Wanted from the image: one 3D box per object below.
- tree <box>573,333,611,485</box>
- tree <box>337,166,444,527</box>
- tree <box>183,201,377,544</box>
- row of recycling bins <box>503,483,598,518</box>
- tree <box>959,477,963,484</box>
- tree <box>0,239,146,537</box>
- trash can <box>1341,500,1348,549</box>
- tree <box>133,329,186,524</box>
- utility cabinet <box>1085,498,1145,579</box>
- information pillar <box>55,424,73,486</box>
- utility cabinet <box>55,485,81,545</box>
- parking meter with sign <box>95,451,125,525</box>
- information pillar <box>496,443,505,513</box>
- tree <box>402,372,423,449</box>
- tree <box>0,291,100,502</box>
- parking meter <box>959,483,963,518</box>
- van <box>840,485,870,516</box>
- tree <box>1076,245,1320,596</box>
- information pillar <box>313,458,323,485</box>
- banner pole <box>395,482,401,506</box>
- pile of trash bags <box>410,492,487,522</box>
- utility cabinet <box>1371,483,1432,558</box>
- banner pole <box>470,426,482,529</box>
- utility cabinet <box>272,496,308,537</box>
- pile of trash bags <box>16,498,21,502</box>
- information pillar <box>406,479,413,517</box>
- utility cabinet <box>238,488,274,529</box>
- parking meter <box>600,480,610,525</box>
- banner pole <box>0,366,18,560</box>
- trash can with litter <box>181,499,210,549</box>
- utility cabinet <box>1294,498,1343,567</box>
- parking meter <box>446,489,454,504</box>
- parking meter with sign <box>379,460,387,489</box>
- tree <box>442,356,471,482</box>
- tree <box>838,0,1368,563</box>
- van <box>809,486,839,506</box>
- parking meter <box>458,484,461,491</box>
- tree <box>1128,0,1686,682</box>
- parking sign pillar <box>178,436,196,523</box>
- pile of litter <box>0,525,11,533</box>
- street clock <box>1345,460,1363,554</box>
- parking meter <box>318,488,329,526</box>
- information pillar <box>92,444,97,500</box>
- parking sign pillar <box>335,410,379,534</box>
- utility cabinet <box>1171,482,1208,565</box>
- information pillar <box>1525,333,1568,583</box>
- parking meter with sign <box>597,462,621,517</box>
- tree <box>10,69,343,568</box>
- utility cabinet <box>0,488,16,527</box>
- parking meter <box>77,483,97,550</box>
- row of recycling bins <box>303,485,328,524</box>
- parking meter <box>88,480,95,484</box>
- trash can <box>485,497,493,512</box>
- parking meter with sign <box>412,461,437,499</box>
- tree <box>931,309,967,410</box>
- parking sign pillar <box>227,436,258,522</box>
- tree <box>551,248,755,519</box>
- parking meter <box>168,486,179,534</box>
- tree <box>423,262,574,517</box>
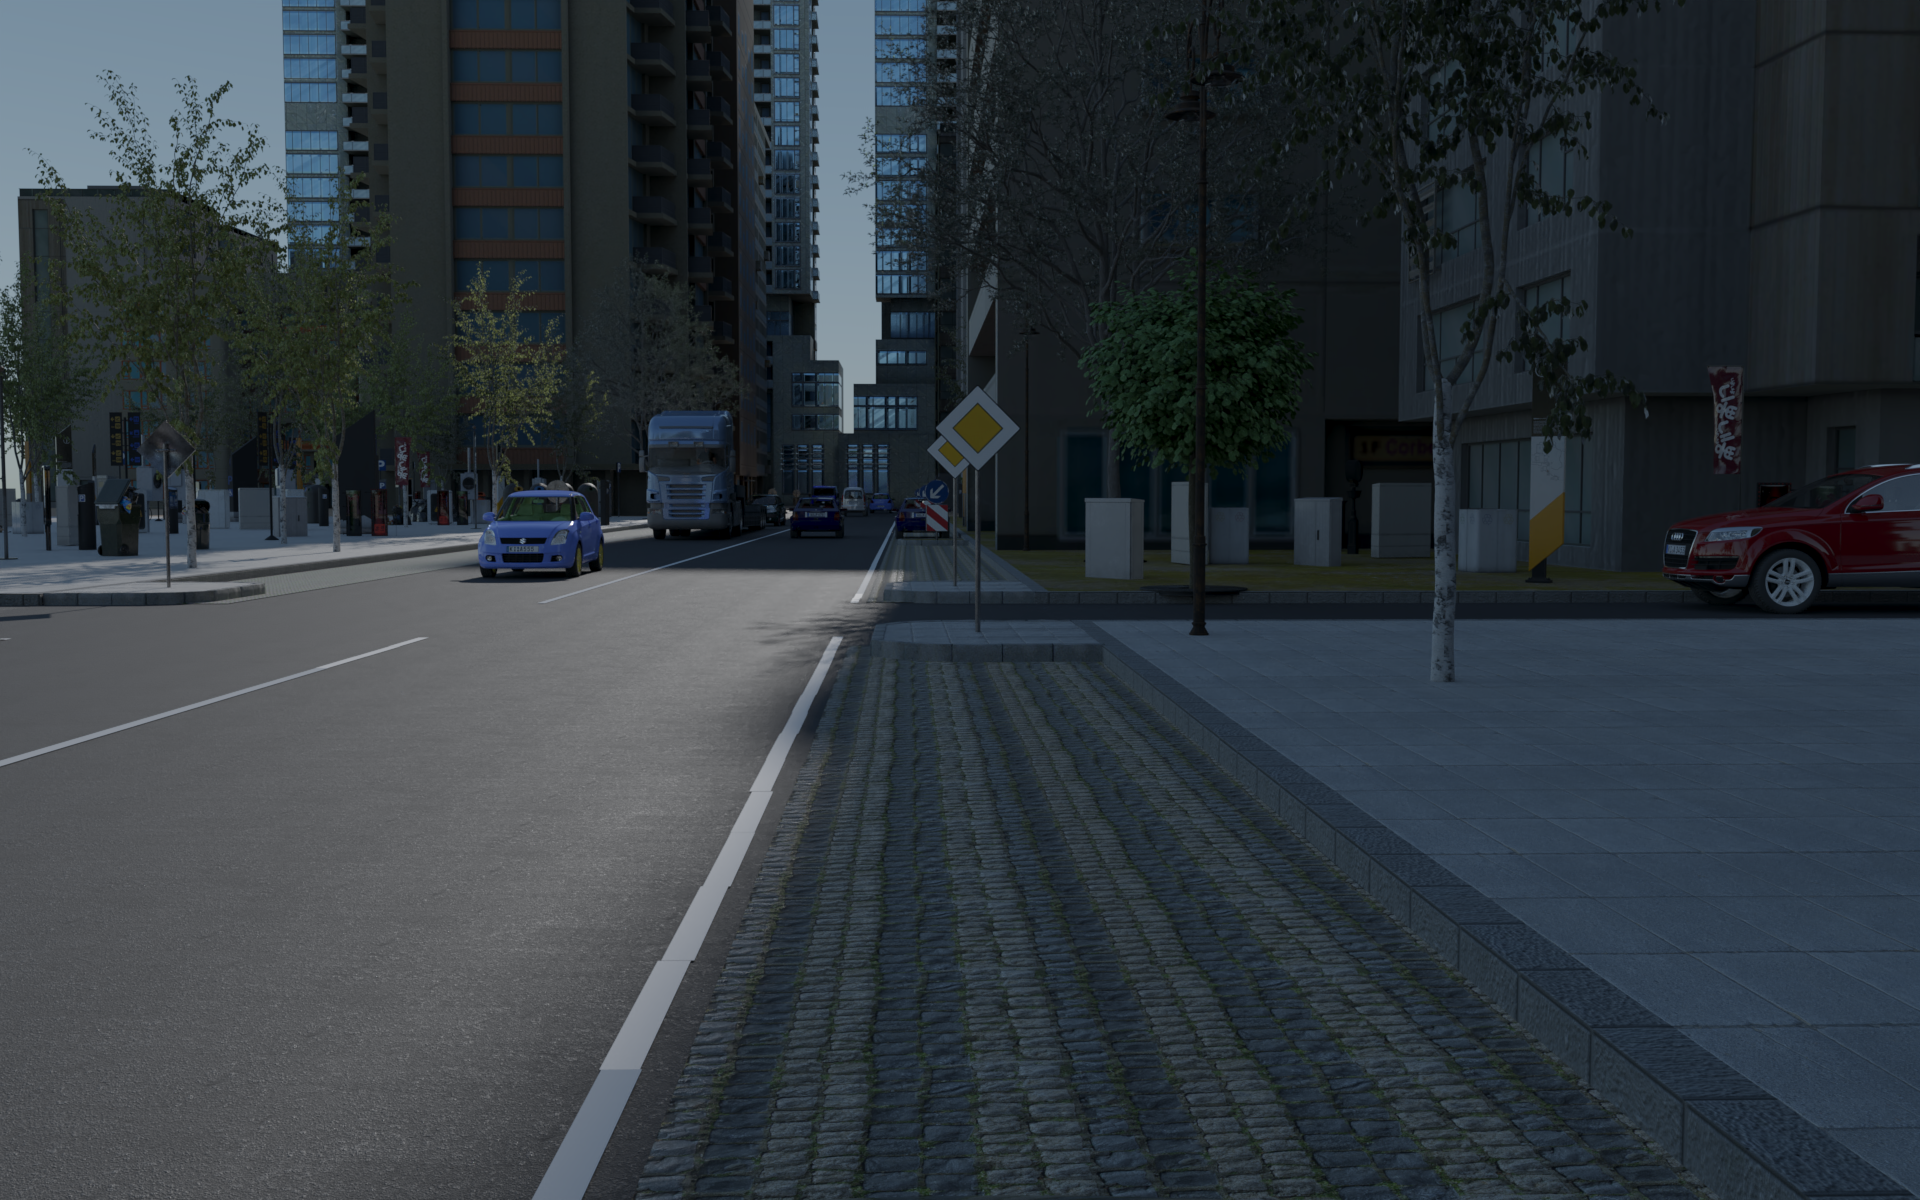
[{"bbox_3d":[-17.068,-7.582,74.334,4.360,8.622,3.978,0,3,0],"label":"tree"},{"bbox_3d":[-14.054,-5.366,38.100,4.737,8.622,4.395,0,3,0],"label":"tree"},{"bbox_3d":[-17.261,-5.765,44.613,4.360,8.622,3.978,0,3,0],"label":"tree"},{"bbox_3d":[-15.501,-3.578,65.613,3.534,1.692,1.069,-1,4,-11],"label":"row of recycling bins"},{"bbox_3d":[0.639,-6.558,101.830,1.663,3.219,1.824,0,3,0],"label":"tree"},{"bbox_3d":[-28.062,-6.218,52.027,4.737,8.622,4.395,0,3,0],"label":"tree"},{"bbox_3d":[8.319,-1.661,38.810,0.748,1.137,0.748,0,3,0],"label":"trash can"},{"bbox_3d":[-33.649,-7.583,74.350,4.360,8.622,3.978,0,3,0],"label":"tree"},{"bbox_3d":[2.362,-0.936,26.463,0.306,1.237,1.020,-3,4,-38],"label":"utility cabinet"},{"bbox_3d":[-29.944,-4.074,57.960,0.504,3.616,0.183,-3,4,-37],"label":"information pillar"},{"bbox_3d":[-22.129,-2.104,43.074,0.318,1.500,1.173,-1,4,-9],"label":"utility cabinet"},{"bbox_3d":[-34.880,-4.561,70.841,1.738,3.016,0.543,2,4,29],"label":"parking meter with sign"},{"bbox_3d":[-20.818,-5.326,78.435,0.183,3.616,0.504,2,4,23],"label":"information pillar"},{"bbox_3d":[-28.778,-8.914,96.105,4.360,8.622,3.978,0,3,0],"label":"tree"},{"bbox_3d":[-33.379,-6.878,62.812,4.360,8.622,3.978,0,3,0],"label":"tree"},{"bbox_3d":[0.133,-5.393,93.887,0.255,1.863,0.399,-3,4,-37],"label":"parking meter"},{"bbox_3d":[-6.837,-6.443,112.359,2.013,2.044,4.112,0,4,-1],"label":"van"},{"bbox_3d":[3.189,-2.407,23.072,4.285,4.588,4.351,0,3,0],"label":"tree"},{"bbox_3d":[-34.136,-6.171,92.244,0.504,3.616,0.183,-1,4,-22],"label":"information pillar"},{"bbox_3d":[-25.147,-5.349,77.474,0.401,3.779,0.863,-2,4,-32],"label":"banner pole"},{"bbox_3d":[-23.777,-4.330,80.543,3.447,1.369,1.912,-2,4,-25],"label":"pile of trash bags"},{"bbox_3d":[8.822,-1.588,34.647,1.173,1.500,0.318,-1,4,-17],"label":"utility cabinet"},{"bbox_3d":[-17.699,-4.481,63.276,0.401,3.779,0.863,-1,4,-20],"label":"banner pole"},{"bbox_3d":[-20.180,-2.510,52.198,0.306,1.237,1.020,2,4,32],"label":"utility cabinet"},{"bbox_3d":[-53.167,-5.260,95.749,3.447,1.369,1.912,-3,4,-36],"label":"pile of trash bags"},{"bbox_3d":[-26.030,-4.722,81.700,0.304,2.012,0.304,2,4,34],"label":"information pillar"},{"bbox_3d":[-25.319,-3.283,62.352,1.173,1.500,0.318,-2,4,-31],"label":"utility cabinet"},{"bbox_3d":[-14.533,-3.986,70.887,0.255,1.863,0.399,1,4,12],"label":"parking meter"},{"bbox_3d":[-18.941,-2.683,33.890,0.863,3.779,0.401,0,4,4],"label":"banner pole"},{"bbox_3d":[-17.775,-1.767,40.283,0.624,1.170,1.055,-2,4,-26],"label":"trash can with litter"},{"bbox_3d":[6.421,-1.221,31.121,0.306,1.237,1.020,-2,4,-27],"label":"utility cabinet"},{"bbox_3d":[-25.937,-4.872,88.061,0.372,1.533,0.369,0,3,0],"label":"parking meter"},{"bbox_3d":[-29.312,-5.595,87.743,0.543,3.016,1.738,-1,4,-21],"label":"parking meter with sign"},{"bbox_3d":[-21.195,-7.102,66.477,4.737,8.622,4.395,0,3,0],"label":"tree"},{"bbox_3d":[2.851,-7.454,32.238,12.009,13.543,11.850,0,3,0],"label":"tree"},{"bbox_3d":[-10.020,-7.585,128.391,2.240,2.365,5.245,0,4,-2],"label":"van"},{"bbox_3d":[-26.541,-5.300,92.374,0.399,1.863,0.255,-1,4,-8],"label":"parking meter"},{"bbox_3d":[3.142,-3.736,11.451,4.360,8.622,3.978,0,3,0],"label":"tree"},{"bbox_3d":[-34.791,-5.441,77.432,1.447,3.967,1.447,1,4,16],"label":"parking sign pillar"},{"bbox_3d":[-32.210,-2.645,57.219,1.176,0.858,1.719,3,5,40],"label":"pile of litter"},{"bbox_3d":[8.410,-1.984,37.002,0.358,2.002,0.471,2,4,35],"label":"street clock"},{"bbox_3d":[-25.341,-3.703,68.962,0.372,1.533,0.369,0,3,0],"label":"parking meter"},{"bbox_3d":[-40.540,-5.492,81.149,0.183,3.616,0.504,-1,4,-15],"label":"information pillar"},{"bbox_3d":[-19.433,-4.118,55.799,1.447,3.967,1.447,0,4,0],"label":"parking sign pillar"},{"bbox_3d":[4.179,-1.394,31.477,0.318,1.500,1.173,-1,4,-11],"label":"utility cabinet"},{"bbox_3d":[8.435,-2.050,24.875,0.504,3.616,0.183,2,4,35],"label":"information pillar"},{"bbox_3d":[-19.660,-6.081,95.691,1.738,3.016,0.543,0,4,8],"label":"parking meter with sign"},{"bbox_3d":[-13.529,-4.851,29.679,4.737,8.622,4.395,0,3,0],"label":"tree"},{"bbox_3d":[-37.301,-3.579,67.203,0.318,1.500,1.173,3,4,37],"label":"utility cabinet"},{"bbox_3d":[-20.048,-1.917,39.758,0.372,1.533,0.369,0,3,0],"label":"parking meter"},{"bbox_3d":[-28.539,-4.247,76.548,1.069,1.692,3.534,-2,4,-28],"label":"row of recycling bins"},{"bbox_3d":[-36.553,-4.110,72.908,0.255,1.863,0.399,-2,4,-27],"label":"parking meter"},{"bbox_3d":[-24.058,-4.723,88.875,0.748,1.137,0.748,0,3,0],"label":"trash can"},{"bbox_3d":[-28.446,-5.917,92.999,1.738,3.016,0.543,-1,4,-13],"label":"parking meter with sign"},{"bbox_3d":[1.062,-7.029,65.288,4.360,8.622,3.978,0,3,0],"label":"tree"},{"bbox_3d":[-33.361,-5.631,80.545,1.447,3.967,1.447,2,4,34],"label":"parking sign pillar"},{"bbox_3d":[-15.725,-10.846,87.709,12.009,13.543,11.850,0,3,0],"label":"tree"},{"bbox_3d":[-25.473,-2.909,55.969,0.372,1.533,0.369,0,3,0],"label":"parking meter"},{"bbox_3d":[-14.837,-6.458,55.952,4.360,8.622,3.978,0,3,0],"label":"tree"}]
